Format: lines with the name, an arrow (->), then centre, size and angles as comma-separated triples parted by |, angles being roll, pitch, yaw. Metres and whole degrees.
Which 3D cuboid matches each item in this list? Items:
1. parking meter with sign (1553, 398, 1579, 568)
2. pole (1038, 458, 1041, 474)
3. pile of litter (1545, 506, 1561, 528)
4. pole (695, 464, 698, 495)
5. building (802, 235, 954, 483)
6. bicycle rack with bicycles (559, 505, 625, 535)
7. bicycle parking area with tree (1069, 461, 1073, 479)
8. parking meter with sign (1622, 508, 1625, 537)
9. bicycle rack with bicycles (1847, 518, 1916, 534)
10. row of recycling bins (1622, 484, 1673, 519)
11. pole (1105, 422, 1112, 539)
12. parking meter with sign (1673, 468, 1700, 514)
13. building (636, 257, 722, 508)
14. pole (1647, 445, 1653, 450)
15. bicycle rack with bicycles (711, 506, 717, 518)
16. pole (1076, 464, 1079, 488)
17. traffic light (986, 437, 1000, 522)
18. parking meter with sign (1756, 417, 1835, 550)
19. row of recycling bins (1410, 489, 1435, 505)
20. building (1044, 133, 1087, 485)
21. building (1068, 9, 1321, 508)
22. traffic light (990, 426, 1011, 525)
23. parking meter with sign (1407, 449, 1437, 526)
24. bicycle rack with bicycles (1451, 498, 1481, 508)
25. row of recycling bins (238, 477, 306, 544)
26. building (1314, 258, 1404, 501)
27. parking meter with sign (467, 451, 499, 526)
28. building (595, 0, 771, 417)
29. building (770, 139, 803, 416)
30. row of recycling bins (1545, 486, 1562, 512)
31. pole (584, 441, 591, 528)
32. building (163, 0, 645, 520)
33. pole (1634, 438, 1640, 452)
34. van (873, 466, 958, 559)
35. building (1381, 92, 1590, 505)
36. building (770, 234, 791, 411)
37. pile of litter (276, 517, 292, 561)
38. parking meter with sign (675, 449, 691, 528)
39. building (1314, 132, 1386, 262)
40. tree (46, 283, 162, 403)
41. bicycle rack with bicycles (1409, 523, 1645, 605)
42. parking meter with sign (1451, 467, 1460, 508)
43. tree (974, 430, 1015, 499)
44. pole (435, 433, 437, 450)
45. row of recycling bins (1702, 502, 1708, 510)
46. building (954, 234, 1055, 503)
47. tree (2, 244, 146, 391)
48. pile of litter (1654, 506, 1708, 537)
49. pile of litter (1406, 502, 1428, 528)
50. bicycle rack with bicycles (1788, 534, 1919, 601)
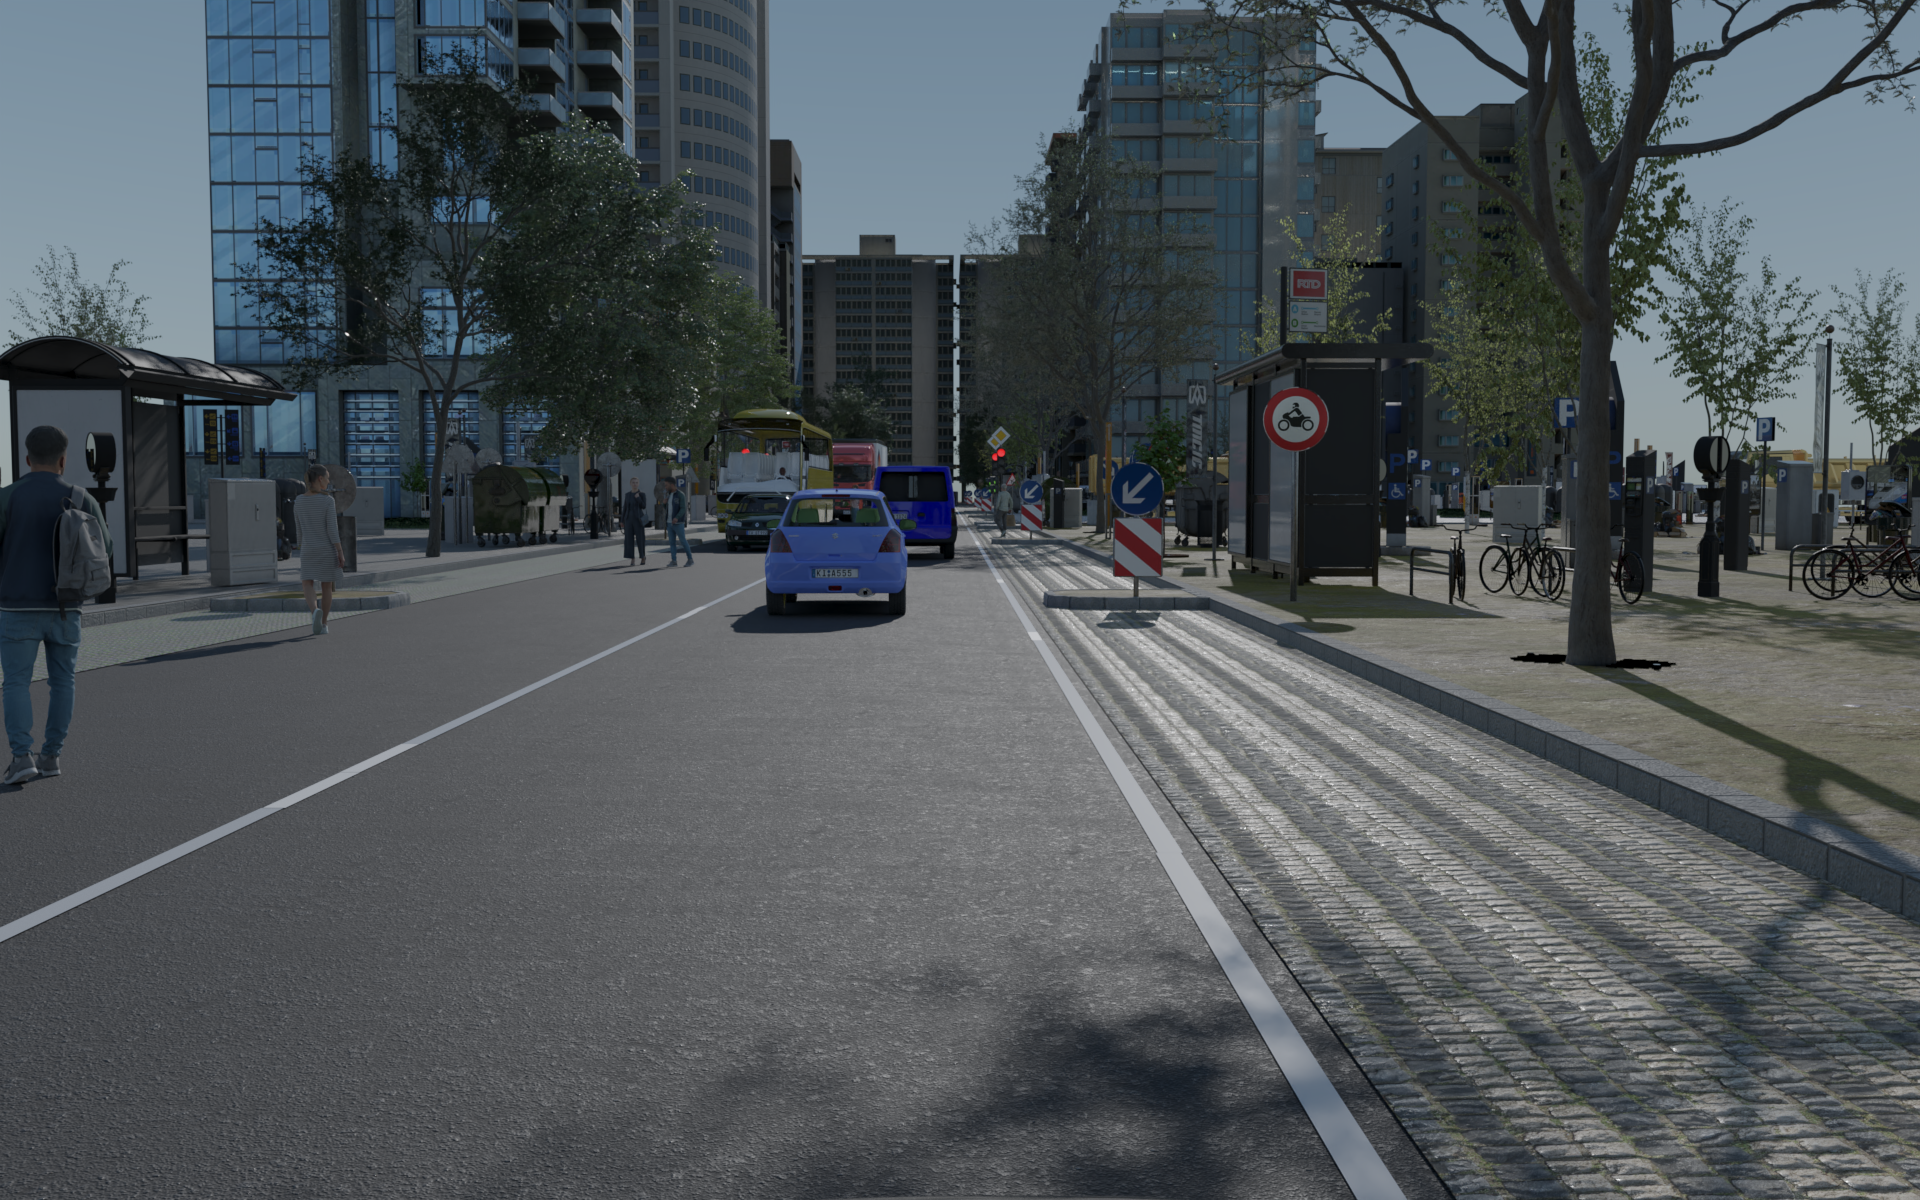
parking meter with sign -> 10.858, -2.098, 30.560 | 0.543, 3.016, 1.738 | 1, 4, 11
pole -> 4.434, -6.292, 96.716 | 0.158, 3.312, 0.155 | 0, 3, 0
pile of litter -> 22.526, -3.158, 65.595 | 1.176, 0.858, 1.719 | 3, 4, 36
pole -> -15.110, -6.452, 99.328 | 0.158, 3.312, 0.155 | 0, 3, 0
building -> -12.515, -34.886, 262.265 | 23.993, 40.220, 32.217 | 0, 4, 0
bicycle rack with bicycles -> -11.719, -2.560, 55.238 | 2.852, 0.926, 2.925 | -2, 4, -25
bicycle parking area with tree -> 12.165, -9.987, 150.286 | 8.231, 4.147, 9.016 | 1, 4, 19
parking meter with sign -> 19.053, -3.414, 52.081 | 1.738, 3.016, 0.543 | 1, 4, 15
bicycle rack with bicycles -> 33.413, -2.952, 61.654 | 2.852, 0.926, 2.925 | 3, 5, 39
row of recycling bins -> 27.001, -3.738, 68.221 | 3.534, 1.692, 1.069 | -3, 5, -40
pole -> 4.227, -3.393, 49.311 | 0.158, 3.312, 0.155 | 0, 3, 0
parking meter with sign -> 47.938, -7.210, 114.151 | 1.738, 3.016, 0.543 | -1, 4, -12
building -> -34.891, -18.030, 139.823 | 27.650, 21.520, 28.899 | 0, 4, 0
pole -> 28.771, -4.800, 72.322 | 0.158, 3.312, 0.155 | 0, 3, 0
bicycle rack with bicycles -> -11.782, -4.801, 91.877 | 2.925, 0.926, 2.852 | 0, 4, 0
pole -> 7.880, -7.470, 115.970 | 0.158, 3.312, 0.155 | 0, 3, 0
traffic light -> 1.613, -5.546, 79.606 | 0.839, 4.253, 0.868 | 0, 4, 0
parking meter with sign -> 19.092, -2.647, 39.545 | 1.738, 3.016, 0.543 | -1, 4, -12
row of recycling bins -> 34.653, -7.620, 131.695 | 1.069, 1.692, 3.534 | -2, 4, -33
building -> 21.386, -33.809, 207.402 | 22.147, 44.769, 28.867 | 0, 4, 0
building -> 23.559, -34.092, 177.012 | 23.786, 49.044, 30.456 | 0, 4, 0
traffic light -> 1.674, -5.058, 71.621 | 0.839, 4.253, 0.868 | 0, 4, 0
parking meter with sign -> 18.255, -4.411, 68.374 | 0.543, 3.016, 1.738 | 3, 5, 43
bicycle rack with bicycles -> 42.625, -8.238, 148.070 | 2.852, 0.926, 2.925 | 3, 4, 38
row of recycling bins -> -17.749, -2.288, 44.524 | 1.069, 1.692, 3.534 | 0, 4, 3
building -> 46.497, -27.184, 216.163 | 14.107, 30.474, 14.160 | 0, 4, 0
parking meter with sign -> -19.602, -4.518, 70.134 | 1.738, 3.016, 0.543 | -2, 4, -31
building -> -30.395, -38.335, 168.781 | 21.231, 58.520, 28.212 | 0, 4, 0
building -> -27.200, -34.530, 214.683 | 14.200, 45.320, 14.600 | 0, 4, 0
row of recycling bins -> 31.563, -5.157, 91.434 | 1.069, 1.692, 3.534 | -3, 5, -44
pole -> -14.040, -4.368, 65.252 | 0.158, 3.312, 0.155 | 0, 3, 0
building -> -30.414, -48.154, 99.993 | 22.319, 86.520, 31.000 | 0, 4, 0
pole -> 24.809, -4.264, 63.563 | 0.158, 3.312, 0.155 | 0, 3, 0
van -> -1.104, -2.175, 39.945 | 2.240, 2.365, 5.245 | 0, 4, -2
building -> 64.571, -35.987, 212.083 | 21.600, 48.544, 21.300 | 0, 4, 0
building -> -26.247, -25.632, 190.790 | 14.160, 30.474, 14.107 | 0, 4, 0
pile of litter -> -13.521, -1.189, 33.401 | 1.176, 0.858, 1.719 | 0, 4, 7
parking meter with sign -> -10.650, -4.279, 66.222 | 0.543, 3.016, 1.738 | 0, 4, -3
building -> 60.128, -41.062, 260.600 | 27.495, 52.752, 28.713 | 0, 4, 0
tree -> -29.467, -6.711, 60.088 | 4.737, 8.622, 4.395 | 0, 3, 0
bicycle rack with bicycles -> 6.749, -0.482, 21.256 | 2.852, 0.926, 2.925 | 0, 4, 1
parking meter with sign -> 32.114, -7.102, 112.378 | 0.543, 3.016, 1.738 | 1, 4, 19
tree -> 3.571, -15.256, 199.802 | 4.360, 8.622, 3.978 | 0, 3, 0
pole -> -17.328, -3.896, 57.547 | 0.158, 3.312, 0.155 | 0, 3, 0
row of recycling bins -> 61.034, -8.263, 142.212 | 1.069, 1.692, 3.534 | 3, 4, 39
building -> 11.481, -34.862, 261.868 | 23.993, 40.220, 32.217 | 0, 4, 0
tree -> -25.738, -6.148, 50.885 | 4.360, 8.622, 3.978 | 0, 3, 0
pile of litter -> 21.011, -2.286, 51.342 | 1.176, 0.858, 1.719 | -3, 5, -40
pile of litter -> 17.302, -3.230, 66.780 | 1.719, 0.858, 1.176 | 0, 4, -6
bicycle rack with bicycles -> 11.802, -0.506, 21.653 | 2.925, 0.926, 2.852 | 1, 4, 11
